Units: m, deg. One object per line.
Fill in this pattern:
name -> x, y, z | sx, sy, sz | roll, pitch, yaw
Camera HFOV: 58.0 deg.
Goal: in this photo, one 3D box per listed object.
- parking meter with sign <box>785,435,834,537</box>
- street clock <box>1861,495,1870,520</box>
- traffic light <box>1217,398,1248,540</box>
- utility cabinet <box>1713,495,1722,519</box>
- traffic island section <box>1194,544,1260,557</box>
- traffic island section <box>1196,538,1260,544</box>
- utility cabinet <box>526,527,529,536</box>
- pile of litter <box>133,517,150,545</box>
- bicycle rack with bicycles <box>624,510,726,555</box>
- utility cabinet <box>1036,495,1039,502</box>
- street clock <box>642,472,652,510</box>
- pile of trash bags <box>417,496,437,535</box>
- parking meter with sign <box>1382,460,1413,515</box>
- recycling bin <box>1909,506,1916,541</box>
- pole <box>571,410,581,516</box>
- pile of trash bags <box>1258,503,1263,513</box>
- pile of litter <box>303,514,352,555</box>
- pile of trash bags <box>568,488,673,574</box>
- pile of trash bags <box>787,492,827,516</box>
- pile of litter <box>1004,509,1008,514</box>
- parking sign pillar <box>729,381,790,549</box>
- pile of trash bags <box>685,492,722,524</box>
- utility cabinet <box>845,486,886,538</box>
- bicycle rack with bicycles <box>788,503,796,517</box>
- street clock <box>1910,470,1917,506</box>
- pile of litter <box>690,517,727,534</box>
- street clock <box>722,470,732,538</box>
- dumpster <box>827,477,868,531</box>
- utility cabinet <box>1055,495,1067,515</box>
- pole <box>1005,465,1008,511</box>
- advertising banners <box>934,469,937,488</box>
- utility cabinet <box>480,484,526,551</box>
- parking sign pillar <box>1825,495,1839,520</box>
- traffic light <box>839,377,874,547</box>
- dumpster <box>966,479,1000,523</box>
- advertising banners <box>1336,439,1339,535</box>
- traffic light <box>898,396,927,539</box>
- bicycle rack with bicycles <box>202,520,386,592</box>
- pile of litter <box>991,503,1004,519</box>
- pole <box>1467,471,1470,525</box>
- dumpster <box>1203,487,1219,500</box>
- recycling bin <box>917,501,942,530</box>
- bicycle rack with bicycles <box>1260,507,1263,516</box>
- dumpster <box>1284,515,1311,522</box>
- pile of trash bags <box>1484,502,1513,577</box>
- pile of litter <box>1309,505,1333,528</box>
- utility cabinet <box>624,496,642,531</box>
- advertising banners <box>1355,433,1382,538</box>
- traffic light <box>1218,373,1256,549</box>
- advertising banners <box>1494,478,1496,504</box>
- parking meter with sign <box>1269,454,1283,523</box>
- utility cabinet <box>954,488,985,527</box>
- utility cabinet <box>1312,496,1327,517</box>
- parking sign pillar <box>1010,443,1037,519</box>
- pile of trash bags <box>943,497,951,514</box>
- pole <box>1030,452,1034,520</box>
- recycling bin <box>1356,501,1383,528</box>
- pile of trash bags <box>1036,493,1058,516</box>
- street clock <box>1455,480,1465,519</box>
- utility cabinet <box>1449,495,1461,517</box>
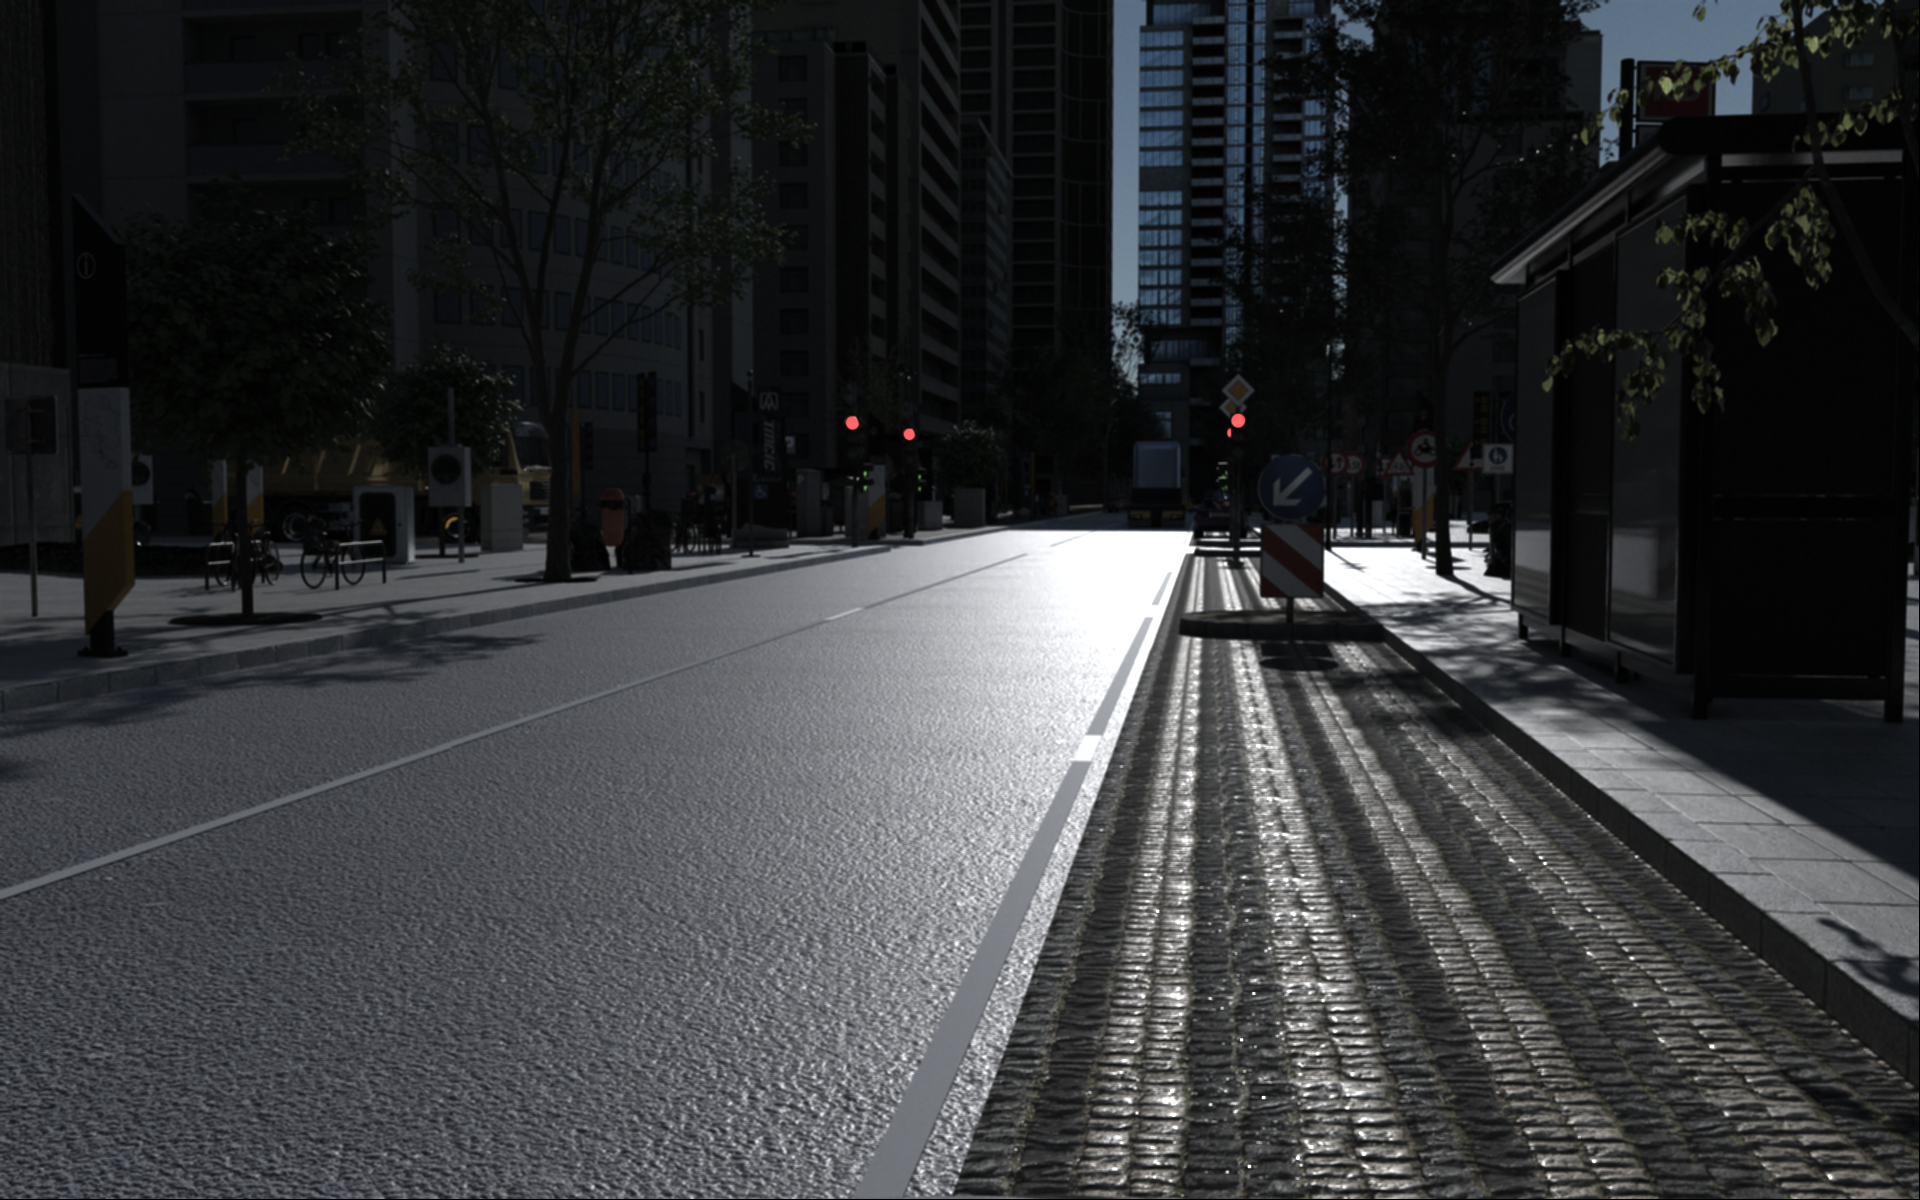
parking meter with sign -> -4.550, -3.426, 52.280 | 0.543, 3.016, 1.738 | 3, 4, 38
street clock -> 29.197, -3.137, 55.864 | 0.358, 2.002, 0.471 | 0, 4, 0
traffic light -> 7.588, -3.634, 48.334 | 0.839, 4.253, 0.868 | 0, 4, 8
utility cabinet -> 38.668, -4.729, 88.473 | 1.020, 1.237, 0.306 | 3, 4, 36
traffic island section -> 6.498, -1.117, 40.537 | 2.009, 0.180, 2.903 | 0, 4, 8
traffic island section -> 7.626, -1.600, 48.442 | 2.009, 0.180, 2.903 | 0, 4, 8
utility cabinet -> -13.525, -2.644, 51.906 | 1.173, 1.500, 0.318 | 1, 4, 18
pile of litter -> -15.314, -1.154, 32.840 | 1.176, 0.858, 1.719 | -1, 4, -12
bicycle rack with bicycles -> -6.380, -1.483, 37.632 | 2.852, 0.926, 2.925 | -1, 4, -11
utility cabinet -> 4.663, -6.200, 112.535 | 0.306, 1.237, 1.020 | 3, 5, 42
street clock -> -10.336, -3.218, 57.188 | 0.358, 2.002, 0.471 | 0, 4, -3
pile of trash bags -> -16.768, -2.785, 55.288 | 3.447, 1.369, 1.912 | 2, 4, 28
parking meter with sign -> 22.214, -5.625, 88.222 | 1.738, 3.016, 0.543 | -2, 4, -29
recycling bin -> 19.977, -1.418, 35.745 | 0.722, 1.027, 0.722 | -2, 4, -30
pole -> -9.364, -2.961, 42.251 | 0.158, 3.312, 0.155 | 0, 3, 0
pile of trash bags -> 21.796, -6.634, 118.217 | 1.912, 1.369, 3.447 | -1, 4, -16
pile of litter -> -13.513, -1.410, 37.025 | 1.176, 0.858, 1.719 | 0, 4, -4
pile of trash bags -> -5.774, -1.179, 29.034 | 1.912, 1.369, 3.447 | -1, 4, -11
pile of trash bags -> -6.936, -4.023, 75.536 | 1.912, 1.369, 3.447 | -1, 4, -23
pile of litter -> 2.636, -6.093, 113.582 | 1.719, 0.858, 1.176 | -3, 4, -38
parking sign pillar -> -4.790, -3.231, 41.303 | 1.447, 3.967, 1.447 | -1, 4, -14
pile of trash bags -> -10.843, -4.037, 75.758 | 1.912, 1.369, 3.447 | 2, 4, 29
utility cabinet -> -2.749, -2.555, 50.453 | 1.173, 1.500, 0.318 | -2, 4, -24
bicycle rack with bicycles -> -7.117, -3.320, 67.662 | 2.925, 0.926, 2.852 | 0, 4, -8
street clock -> 29.135, -2.949, 52.794 | 0.358, 2.002, 0.471 | 0, 4, 4
pile of litter -> -7.921, -2.542, 55.535 | 1.719, 0.858, 1.176 | 0, 4, 5
street clock -> -6.693, -2.813, 50.558 | 0.471, 2.002, 0.358 | -3, 5, -41
dumpster -> -3.773, -3.254, 58.965 | 1.264, 1.857, 1.865 | 0, 4, 8
utility cabinet -> 5.976, -5.739, 104.997 | 1.020, 1.237, 0.306 | 0, 4, -3
pole -> 3.235, -7.748, 120.524 | 0.158, 3.312, 0.155 | 0, 3, 0
advertising banners -> -1.998, -7.587, 120.236 | 0.090, 3.025, 2.074 | -2, 4, -25
utility cabinet -> -10.240, -1.834, 38.657 | 0.318, 1.500, 1.173 | 1, 4, 21
parking sign pillar -> 32.568, -4.717, 65.601 | 1.447, 3.967, 1.447 | 3, 5, 44
traffic light -> -2.513, -3.227, 41.688 | 0.839, 4.253, 0.868 | 0, 4, 8
dumpster -> 0.950, -4.576, 77.312 | 1.502, 2.255, 1.985 | 1, 4, 8
advertising banners -> 11.881, -3.578, 54.692 | 0.090, 3.025, 2.074 | 1, 4, 10
traffic light -> -1.385, -3.711, 49.593 | 0.839, 4.253, 0.868 | 0, 4, 8
bicycle rack with bicycles -> -9.323, -0.642, 23.883 | 2.852, 0.926, 2.925 | 0, 4, 3
pile of litter -> 1.233, -4.539, 88.180 | 1.176, 0.858, 1.719 | -1, 4, -19
pole -> 21.277, -4.796, 72.260 | 0.158, 3.312, 0.155 | 0, 3, 0
dumpster -> 28.700, -11.789, 197.698 | 1.985, 2.255, 1.502 | 1, 4, 9
recycling bin -> -1.086, -3.030, 62.103 | 0.722, 1.027, 0.722 | -2, 4, -23
bicycle rack with bicycles -> 18.518, -5.159, 97.729 | 2.925, 0.926, 2.852 | 1, 4, 15
dumpster -> 15.240, -4.413, 77.917 | 1.264, 1.857, 1.865 | 1, 4, 8
pile of trash bags -> 9.069, -1.047, 26.864 | 1.912, 1.369, 3.447 | 2, 4, 25
pile of litter -> 13.643, -3.156, 65.561 | 1.176, 0.858, 1.719 | -3, 4, -38
utility cabinet -> -11.667, -3.040, 60.869 | 1.020, 1.237, 0.306 | 2, 4, 30
advertising banners -> 12.028, -3.350, 50.954 | 0.090, 3.025, 2.074 | 0, 4, -6
traffic light -> 6.460, -3.150, 40.429 | 0.839, 4.253, 0.868 | 0, 4, 8
advertising banners -> 24.253, -5.042, 78.627 | 0.090, 3.025, 2.074 | 1, 4, 12
parking meter with sign -> 13.716, -4.809, 74.893 | 0.543, 3.016, 1.738 | 0, 4, 5
utility cabinet -> 0.369, -3.554, 66.787 | 1.173, 1.500, 0.318 | 1, 4, 16
utility cabinet -> 16.785, -4.255, 80.733 | 0.306, 1.237, 1.020 | 3, 5, 42
parking sign pillar -> 3.341, -6.297, 91.429 | 1.447, 3.967, 1.447 | 3, 4, 36
pile of trash bags -> 0.412, -6.057, 108.779 | 1.912, 1.369, 3.447 | -2, 4, -30
pole -> 3.517, -5.532, 84.292 | 0.158, 3.312, 0.155 | 0, 3, 0
recycling bin -> 15.774, -3.312, 66.713 | 0.722, 1.027, 0.722 | -2, 4, -32
pile of trash bags -> 4.903, -5.678, 102.590 | 1.912, 1.369, 3.447 | -1, 4, -18
street clock -> 25.567, -5.142, 88.636 | 0.471, 2.002, 0.358 | 1, 4, 10
utility cabinet -> 27.852, -5.279, 97.479 | 0.306, 1.237, 1.020 | 0, 4, -8
